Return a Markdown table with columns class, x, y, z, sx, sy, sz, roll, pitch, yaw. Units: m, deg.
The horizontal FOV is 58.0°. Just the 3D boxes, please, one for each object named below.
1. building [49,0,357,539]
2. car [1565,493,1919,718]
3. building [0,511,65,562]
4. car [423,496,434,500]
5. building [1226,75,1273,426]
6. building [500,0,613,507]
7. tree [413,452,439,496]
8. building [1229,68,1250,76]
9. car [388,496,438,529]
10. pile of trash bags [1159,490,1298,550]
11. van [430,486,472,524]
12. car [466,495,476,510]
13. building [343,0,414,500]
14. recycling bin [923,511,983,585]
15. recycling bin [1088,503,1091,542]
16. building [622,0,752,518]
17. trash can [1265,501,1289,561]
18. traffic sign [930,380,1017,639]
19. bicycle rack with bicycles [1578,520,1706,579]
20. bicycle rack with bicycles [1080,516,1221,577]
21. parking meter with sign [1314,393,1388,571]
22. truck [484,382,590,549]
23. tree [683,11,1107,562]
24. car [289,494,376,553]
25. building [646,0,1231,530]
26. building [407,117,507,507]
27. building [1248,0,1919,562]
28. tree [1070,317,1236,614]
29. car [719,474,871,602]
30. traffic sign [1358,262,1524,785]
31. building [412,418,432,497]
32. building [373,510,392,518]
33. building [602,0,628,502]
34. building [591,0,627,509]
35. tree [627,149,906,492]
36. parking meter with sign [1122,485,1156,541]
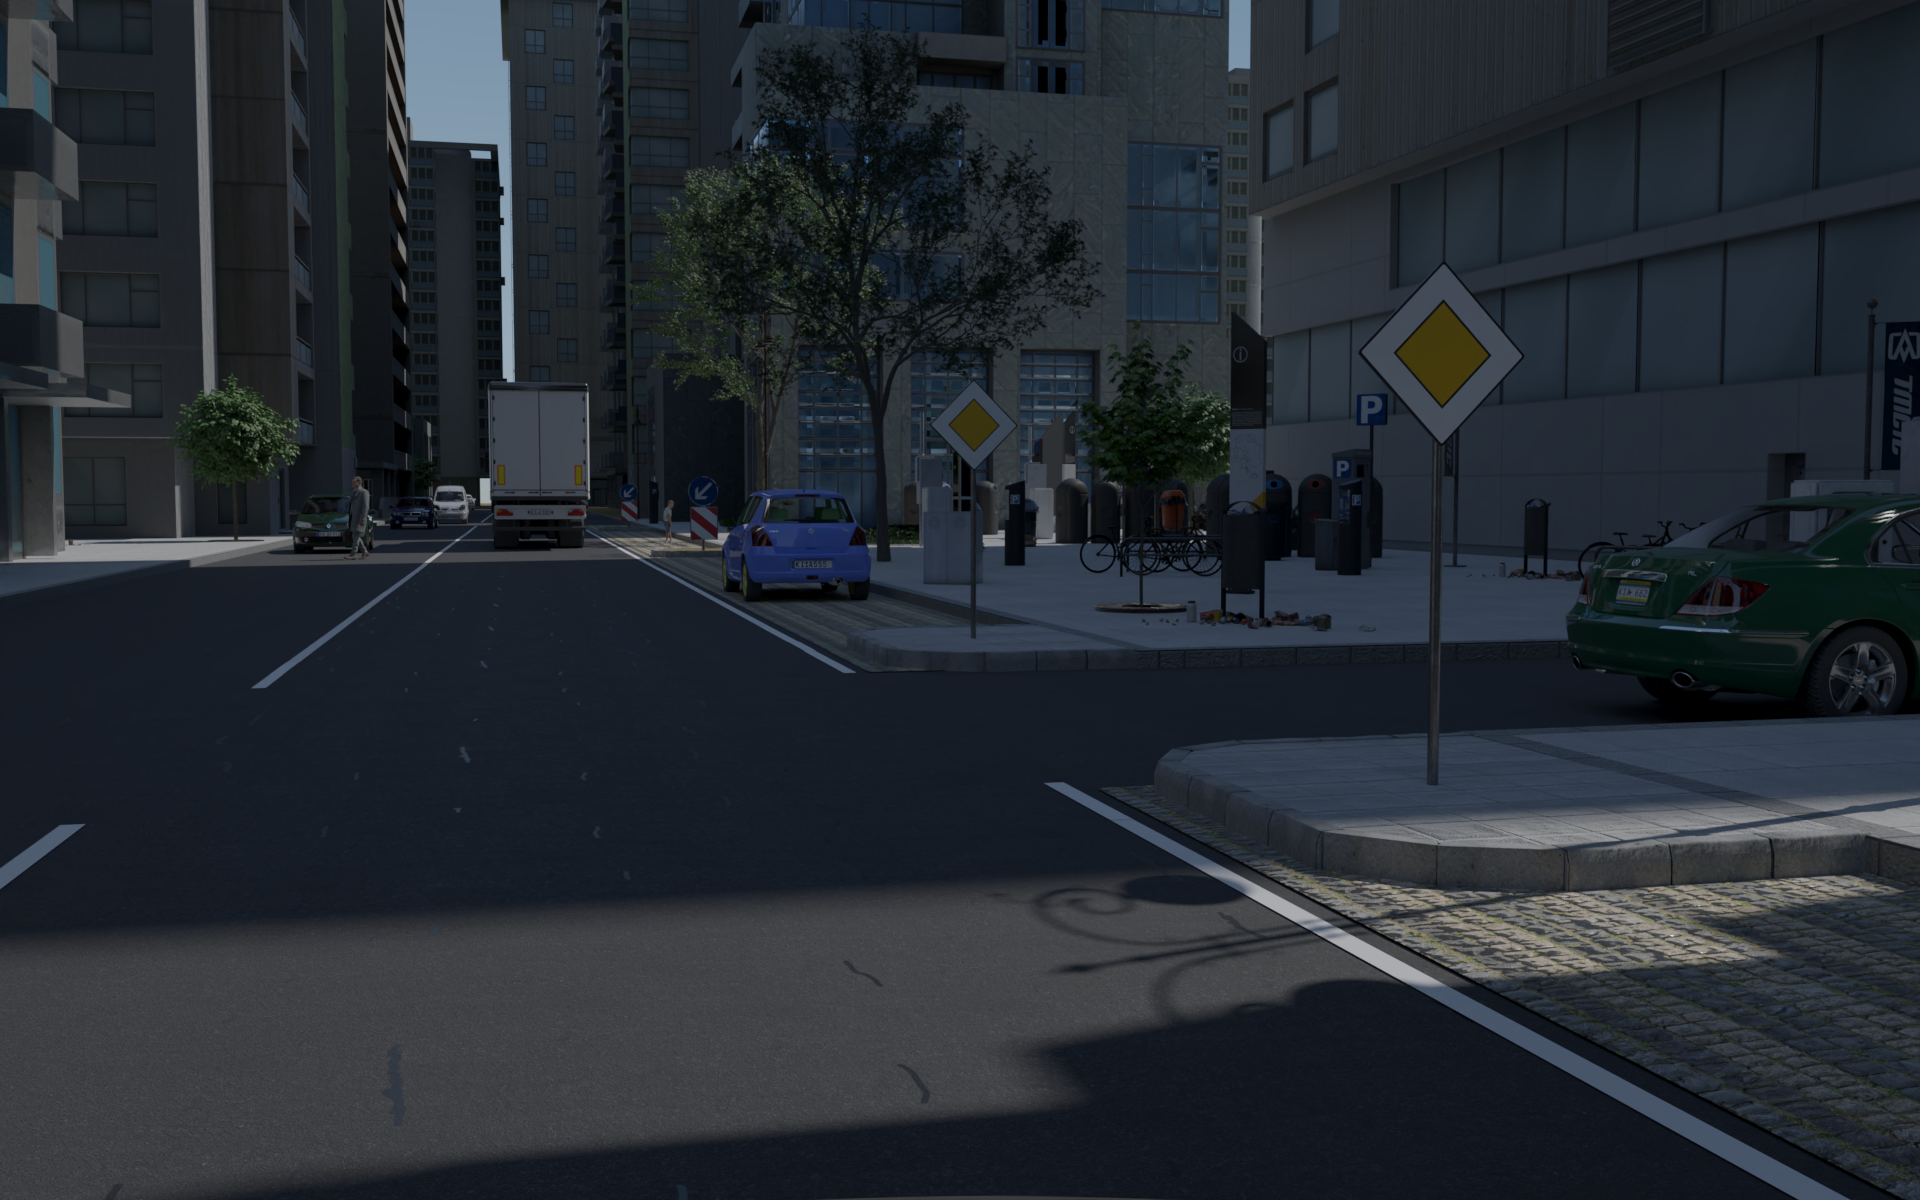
| class | x | y | z | sx | sy | sz | roll | pitch | yaw |
| --- | --- | --- | --- | --- | --- | --- | --- | --- | --- |
| building | -27.171 | -22.641 | 53.775 | 14.154 | 41.232 | 14.086 | -1 | 4 | -14 |
| car | 6.506 | 0.017 | 11.528 | 4.920 | 1.459 | 2.131 | -1 | 4 | -14 |
| building | -26.188 | -24.649 | 22.613 | 23.786 | 49.044 | 30.456 | -1 | 4 | -14 |
| car | -29.931 | -5.245 | 98.333 | 1.945 | 1.354 | 3.894 | -1 | 4 | -13 |
| building | 14.565 | -28.481 | 157.545 | 23.993 | 40.220 | 32.217 | -1 | 4 | -14 |
| building | -34.314 | -36.415 | 184.618 | 27.495 | 52.752 | 28.713 | -1 | 4 | -14 |
| tree | -42.463 | -9.297 | 135.724 | 4.285 | 4.588 | 4.351 | 0 | 3 | 0 |
| building | 30.697 | -29.830 | 171.322 | 14.086 | 41.232 | 14.154 | -1 | 4 | -14 |
| car | -22.610 | -3.619 | 71.750 | 1.945 | 1.354 | 3.894 | -1 | 4 | -13 |
| pile of trash bags | 6.252 | -1.847 | 39.943 | 3.447 | 1.369 | 1.912 | -1 | 4 | -12 |
| van | -24.597 | -4.682 | 83.570 | 2.013 | 2.044 | 4.112 | -1 | 4 | -15 |
| car | -44.918 | -8.834 | 156.803 | 2.083 | 1.381 | 4.827 | -1 | 4 | -16 |
| building | -48.851 | -30.122 | 116.202 | 21.300 | 48.544 | 21.600 | -1 | 4 | -14 |
| recycling bin | -0.094 | -0.751 | 24.841 | 0.722 | 1.027 | 0.722 | 1 | 4 | 14 |
| recycling bin | 3.506 | -2.091 | 46.738 | 0.722 | 1.027 | 0.722 | 2 | 4 | 34 |
| building | -12.230 | -25.425 | 99.297 | 14.154 | 41.232 | 14.086 | -1 | 4 | -14 |
| trash can | 5.968 | -1.328 | 33.373 | 0.748 | 1.137 | 0.748 | 0 | 3 | 0 |
| traffic sign | 0.116 | -0.715 | 15.325 | 0.795 | 2.450 | 0.064 | -1 | 4 | -14 |
| bicycle rack with bicycles | 9.511 | -0.576 | 22.797 | 2.852 | 0.926 | 2.925 | -3 | 5 | -45 |
| bicycle rack with bicycles | 3.363 | -0.875 | 27.695 | 2.925 | 0.926 | 2.852 | 1 | 4 | 10 |
| parking meter with sign | 6.648 | -2.036 | 29.553 | 0.543 | 3.016 | 1.738 | 3 | 4 | 39 |
| truck | -11.989 | -3.668 | 48.882 | 2.839 | 4.237 | 11.283 | -1 | 4 | -15 |
| tree | -1.398 | -6.026 | 32.942 | 8.767 | 10.594 | 7.601 | 0 | 4 | 4 |
| car | -15.598 | -2.042 | 43.176 | 2.009 | 1.686 | 4.222 | -1 | 4 | -16 |
| building | -1.499 | -46.604 | 74.654 | 22.319 | 86.520 | 31.000 | -1 | 4 | -14 |
| building | -59.692 | -29.876 | 180.349 | 23.993 | 40.220 | 32.217 | -1 | 4 | -14 |
| building | 23.481 | -27.269 | 35.083 | 27.495 | 52.752 | 28.713 | -1 | 4 | -14 |
| tree | 1.945 | -1.500 | 19.126 | 1.663 | 3.219 | 1.824 | 0 | 3 | 0 |
| car | -2.370 | -0.903 | 24.352 | 1.945 | 1.707 | 3.694 | -1 | 4 | -14 |
| traffic sign | 2.084 | -0.241 | 7.586 | 0.795 | 2.450 | 0.064 | -1 | 4 | -14 |
| building | -61.081 | -50.785 | 143.003 | 31.000 | 86.520 | 22.319 | -1 | 4 | -14 |
| building | -47.805 | -24.530 | 92.951 | 32.217 | 40.220 | 23.993 | -1 | 4 | -14 |
| building | -13.324 | -28.526 | 121.028 | 22.147 | 44.769 | 28.867 | -1 | 4 | -14 |
| building | -19.712 | -32.429 | 149.824 | 23.786 | 49.044 | 30.456 | -1 | 4 | -14 |
| tree | -5.738 | -7.673 | 51.212 | 9.928 | 11.665 | 9.643 | 0 | 3 | 0 |
| parking meter with sign | 5.163 | -3.094 | 46.855 | 1.738 | 3.016 | 0.543 | -1 | 4 | -22 |
